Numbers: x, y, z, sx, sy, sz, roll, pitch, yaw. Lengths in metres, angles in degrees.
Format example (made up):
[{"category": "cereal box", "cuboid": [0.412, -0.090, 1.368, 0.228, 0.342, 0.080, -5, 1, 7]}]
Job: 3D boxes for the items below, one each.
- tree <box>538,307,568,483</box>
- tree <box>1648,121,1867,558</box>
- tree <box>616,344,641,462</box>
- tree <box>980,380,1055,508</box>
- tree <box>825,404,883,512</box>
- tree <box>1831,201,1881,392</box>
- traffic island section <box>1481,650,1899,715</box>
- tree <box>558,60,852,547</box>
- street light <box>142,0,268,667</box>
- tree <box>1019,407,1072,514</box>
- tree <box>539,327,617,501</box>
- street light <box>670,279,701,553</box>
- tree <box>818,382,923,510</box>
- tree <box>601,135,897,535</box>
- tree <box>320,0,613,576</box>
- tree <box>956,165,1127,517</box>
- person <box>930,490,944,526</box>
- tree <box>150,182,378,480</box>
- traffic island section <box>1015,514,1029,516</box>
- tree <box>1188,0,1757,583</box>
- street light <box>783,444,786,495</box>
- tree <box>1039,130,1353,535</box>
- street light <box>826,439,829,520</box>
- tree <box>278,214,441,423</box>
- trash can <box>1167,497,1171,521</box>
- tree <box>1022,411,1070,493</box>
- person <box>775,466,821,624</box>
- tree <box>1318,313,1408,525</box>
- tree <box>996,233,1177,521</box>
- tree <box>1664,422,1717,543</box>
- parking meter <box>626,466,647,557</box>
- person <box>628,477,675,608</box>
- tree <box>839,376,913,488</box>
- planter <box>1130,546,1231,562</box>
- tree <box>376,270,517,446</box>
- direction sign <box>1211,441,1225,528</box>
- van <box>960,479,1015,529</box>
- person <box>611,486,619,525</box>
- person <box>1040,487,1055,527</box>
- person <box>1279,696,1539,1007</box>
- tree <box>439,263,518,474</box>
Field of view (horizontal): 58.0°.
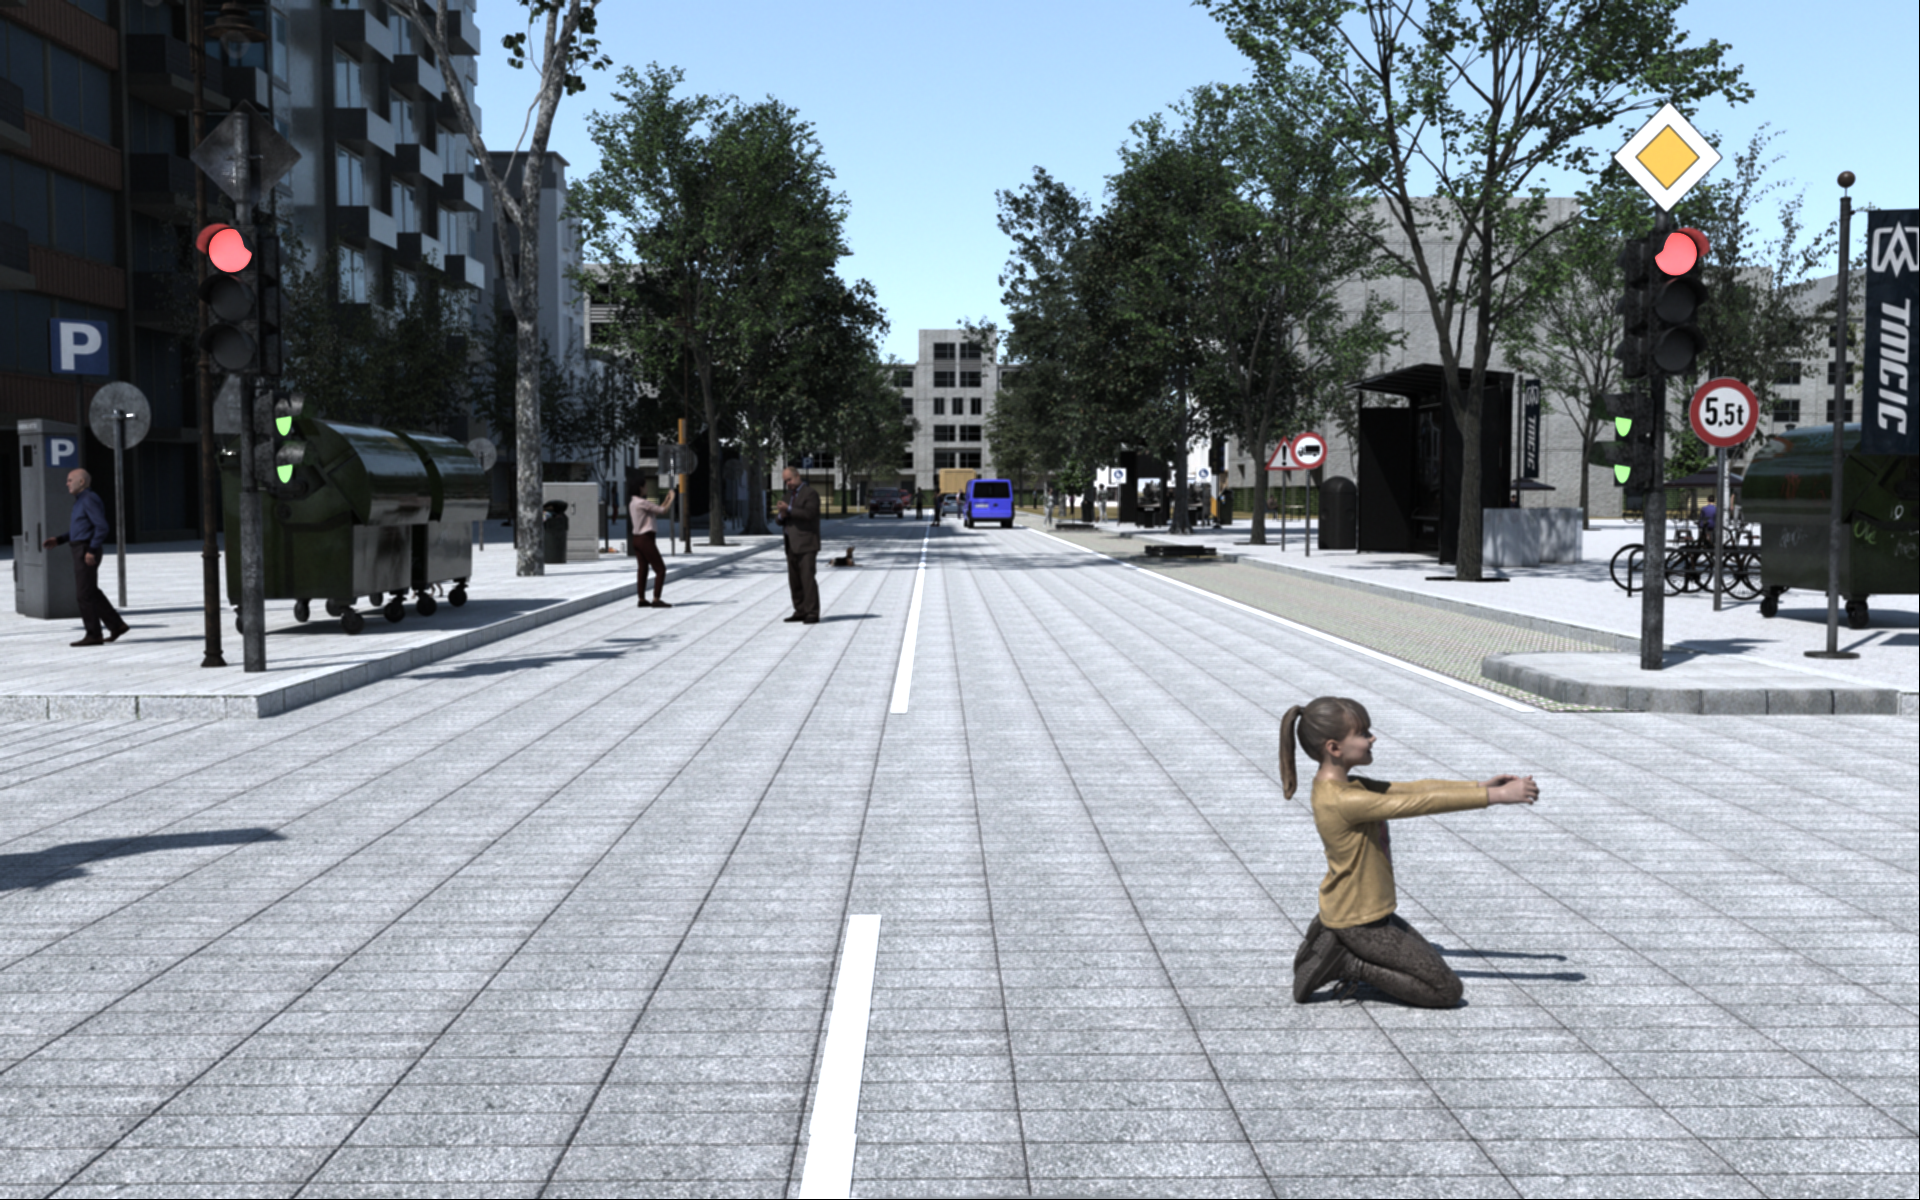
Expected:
[{"category": "tree", "cuboid": [-16.266, -6.894, 63.079, 4.737, 8.622, 4.395, 0, 3, 0]}, {"category": "tree", "cuboid": [15.576, -5.149, 34.548, 4.360, 8.622, 3.978, 0, 3, 0]}, {"category": "tree", "cuboid": [-17.484, -8.222, 84.791, 4.360, 8.622, 3.978, 0, 3, 0]}, {"category": "tree", "cuboid": [5.743, -15.034, 163.938, 7.486, 12.596, 7.792, 0, 3, 0]}, {"category": "tree", "cuboid": [-7.483, -10.640, 124.320, 4.360, 8.622, 3.978, 0, 3, 0]}, {"category": "tree", "cuboid": [22.897, -5.572, 41.470, 4.737, 8.622, 4.395, 0, 3, 0]}, {"category": "traffic island section", "cuboid": [5.084, 0.587, 12.679, 2.009, 0.180, 2.903, 0, 4, -1]}, {"category": "tree", "cuboid": [-6.177, -7.148, 42.620, 9.928, 11.665, 9.643, 0, 3, 0]}, {"category": "street light", "cuboid": [-5.558, -2.442, 12.722, 0.468, 5.910, 1.993, 0, 4, -1]}, {"category": "tree", "cuboid": [5.641, -9.942, 112.914, 4.737, 8.622, 4.395, 0, 3, 0]}, {"category": "tree", "cuboid": [-17.839, -7.764, 77.296, 4.360, 8.622, 3.978, 0, 3, 0]}, {"category": "street light", "cuboid": [-5.902, -3.952, 37.409, 0.468, 5.910, 1.993, 0, 4, -1]}, {"category": "tree", "cuboid": [-7.516, -12.621, 140.773, 8.767, 10.594, 7.601, -2, 4, -23]}, {"category": "tree", "cuboid": [-6.521, -8.390, 54.178, 9.611, 12.733, 9.660, 0, 3, 0]}, {"category": "tree", "cuboid": [-7.927, -10.494, 27.465, 12.611, 20.169, 13.585, 0, 3, 0]}, {"category": "tree", "cuboid": [6.186, -14.842, 98.563, 12.611, 20.169, 13.585, 0, 3, 0]}, {"category": "person", "cuboid": [-1.040, -4.098, 77.364, 0.662, 1.594, 0.647, 0, 4, 7]}, {"category": "tree", "cuboid": [-16.519, -5.464, 39.696, 4.360, 8.622, 3.978, 0, 3, 0]}, {"category": "traffic island section", "cuboid": [3.509, -5.604, 114.487, 1.991, 0.108, 1.994, 0, 4, -1]}, {"category": "tree", "cuboid": [7.356, -6.082, 25.191, 9.928, 11.665, 9.643, 0, 3, 0]}, {"category": "street light", "cuboid": [-6.296, -5.466, 62.149, 0.468, 5.910, 1.993, 0, 4, -1]}, {"category": "tree", "cuboid": [7.135, -8.440, 54.994, 9.611, 12.733, 9.660, 0, 3, 0]}, {"category": "street light", "cuboid": [-6.678, -6.986, 87.014, 0.468, 5.910, 1.993, 0, 4, -1]}, {"category": "tree", "cuboid": [-17.132, -5.883, 46.544, 4.737, 8.622, 4.395, 0, 3, 0]}, {"category": "trash can", "cuboid": [9.877, -4.419, 83.903, 0.748, 1.137, 0.748, 0, 3, 0]}, {"category": "tree", "cuboid": [6.713, -10.984, 129.955, 4.360, 8.622, 3.978, 0, 3, 0]}, {"category": "person", "cuboid": [-1.818, -0.618, 19.287, 0.565, 1.739, 0.600, 1, 4, 16]}, {"category": "tree", "cuboid": [16.111, -7.306, 69.816, 4.360, 8.622, 3.978, 0, 3, 0]}, {"category": "tree", "cuboid": [6.002, -10.675, 81.185, 9.857, 13.997, 8.962, 0, 3, 0]}, {"category": "tree", "cuboid": [19.324, -3.131, 45.795, 1.663, 3.219, 1.824, 0, 3, 0]}, {"category": "parking meter", "cuboid": [-6.634, -1.824, 35.531, 0.399, 1.863, 0.255, 0, 4, -5]}, {"category": "person", "cuboid": [-3.896, -0.733, 21.950, 0.566, 1.644, 0.517, 0, 4, 7]}, {"category": "tree", "cuboid": [-8.075, -15.013, 163.594, 7.486, 12.596, 7.792, 0, 3, 0]}, {"category": "planter", "cuboid": [4.695, -0.990, 37.334, 1.991, 0.319, 1.994, 0, 4, -1]}, {"category": "tree", "cuboid": [-17.306, -6.474, 56.207, 4.360, 8.622, 3.978, 0, 3, 0]}, {"category": "direction sign", "cuboid": [9.624, -4.445, 64.678, 0.379, 3.537, 0.876, 3, 5, 41]}, {"category": "van", "cuboid": [1.174, -4.216, 73.323, 2.240, 2.365, 5.245, 0, 4, -3]}, {"category": "person", "cuboid": [-14.490, -3.982, 72.847, 0.444, 1.614, 0.593, 1, 4, 17]}, {"category": "person", "cuboid": [3.835, -4.005, 74.704, 0.841, 1.734, 0.376, -2, 4, -31]}, {"category": "person", "cuboid": [1.251, 0.705, 4.890, 0.695, 0.859, 0.347, 1, 4, 12]}, {"category": "tree", "cuboid": [-16.219, -6.160, 51.076, 4.737, 8.622, 4.395, 0, 3, 0]}]
